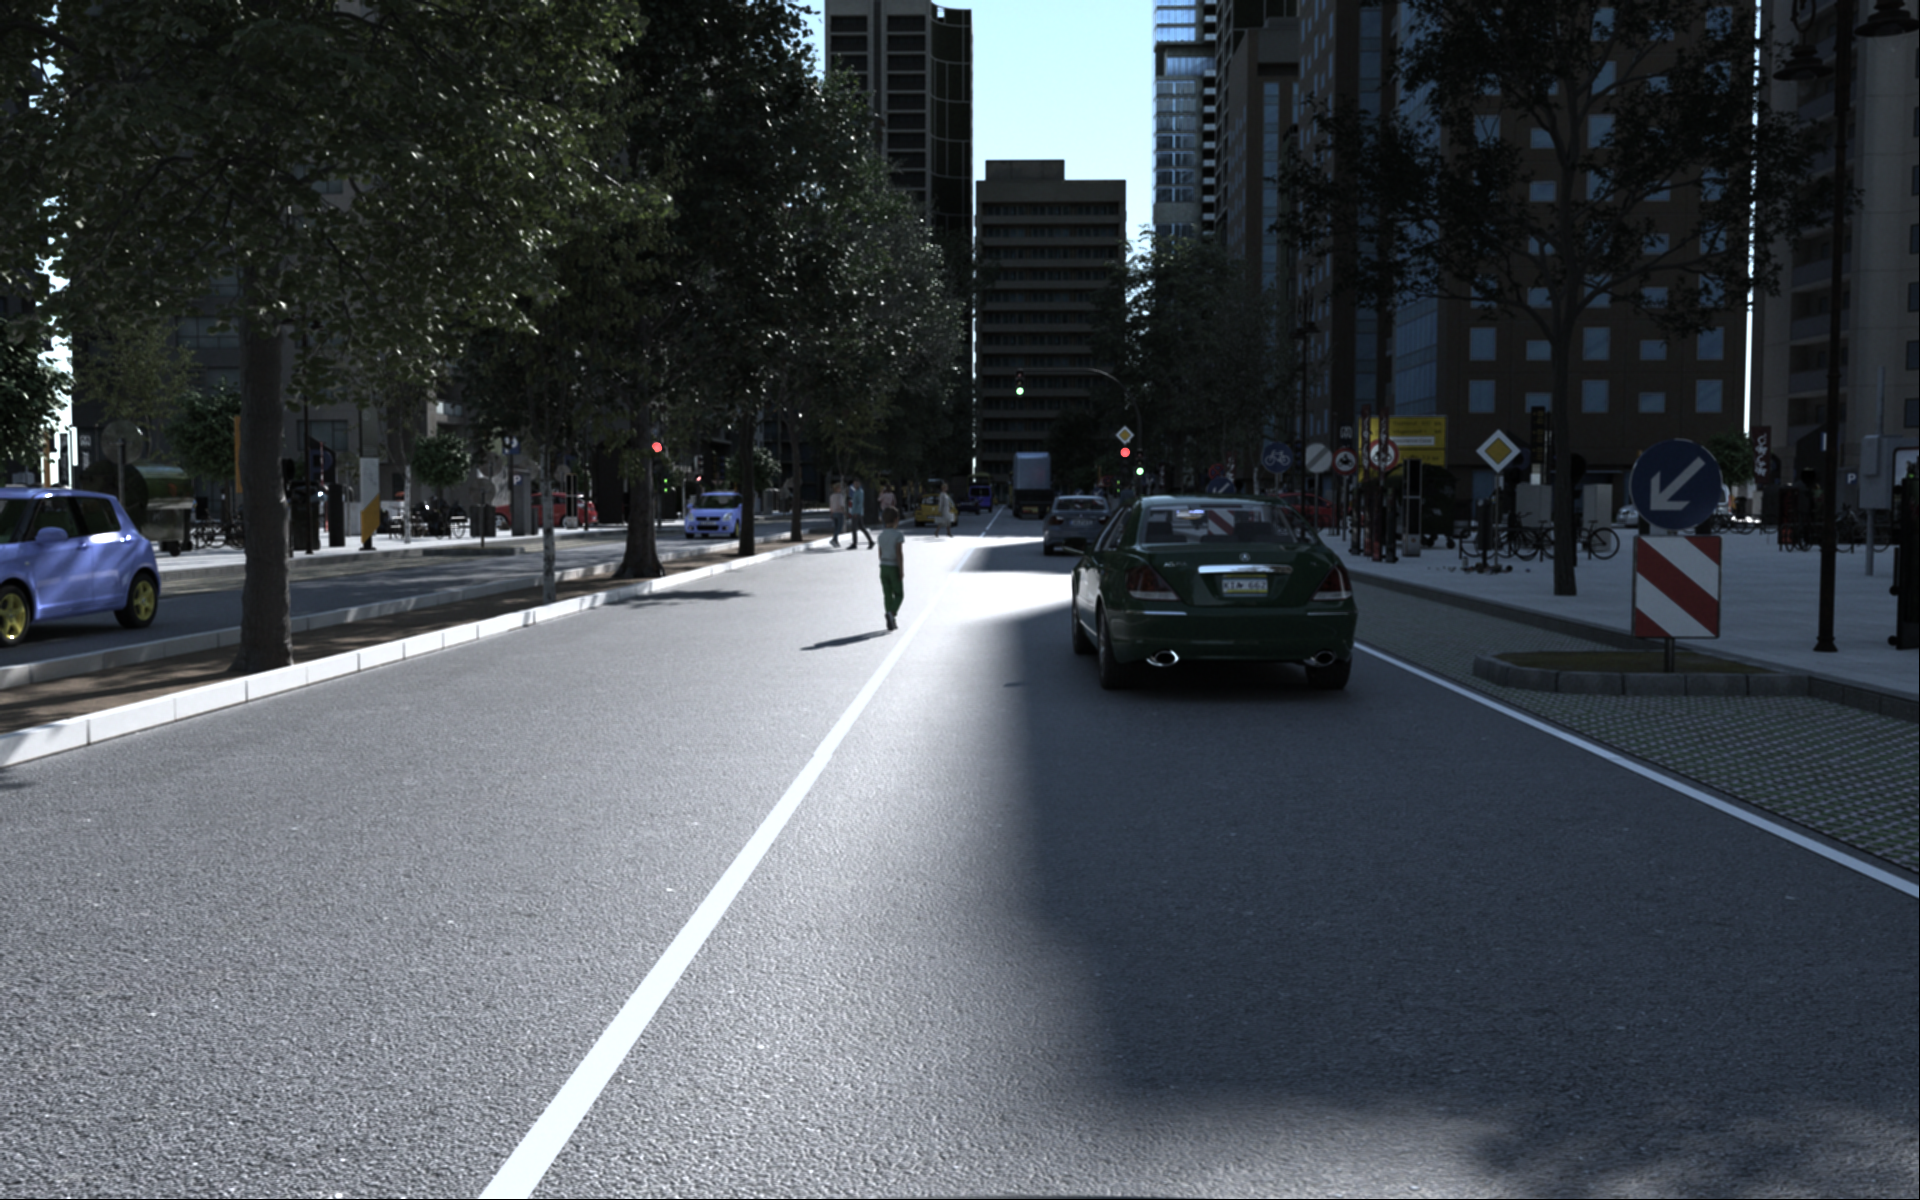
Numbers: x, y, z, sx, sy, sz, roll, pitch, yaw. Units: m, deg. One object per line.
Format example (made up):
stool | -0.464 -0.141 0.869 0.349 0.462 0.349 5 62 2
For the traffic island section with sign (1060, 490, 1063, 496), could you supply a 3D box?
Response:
traffic island section with sign | 8.374 -7.063 124.100 1.989 1.847 2.006 0 4 2

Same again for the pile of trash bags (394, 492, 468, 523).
pile of trash bags | -23.620 -4.099 76.766 1.912 1.369 3.447 2 4 31

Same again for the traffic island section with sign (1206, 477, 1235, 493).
traffic island section with sign | 5.838 -1.924 40.084 1.989 1.847 2.006 0 4 2

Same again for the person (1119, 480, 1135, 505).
person | 4.565 -2.365 47.184 0.581 1.822 0.654 -1 4 -9

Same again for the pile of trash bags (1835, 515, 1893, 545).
pile of trash bags | 24.258 -2.134 44.644 3.447 1.369 1.912 -1 4 -15

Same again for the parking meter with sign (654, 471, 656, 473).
parking meter with sign | -26.267 -9.154 145.930 0.543 3.016 1.738 0 4 4

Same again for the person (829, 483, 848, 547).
person | -3.307 -2.285 46.529 0.731 1.740 0.598 2 4 33

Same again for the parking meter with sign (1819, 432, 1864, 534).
parking meter with sign | 24.476 -3.161 47.948 0.543 3.016 1.738 0 4 -3

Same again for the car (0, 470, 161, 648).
car | -9.615 -0.470 17.278 1.945 1.707 3.694 0 4 3

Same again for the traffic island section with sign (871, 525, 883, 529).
traffic island section with sign | -4.221 -3.848 71.054 2.006 1.907 1.989 0 4 2

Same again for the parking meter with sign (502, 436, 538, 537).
parking meter with sign | -13.406 -3.470 52.992 0.543 3.016 1.738 0 4 6

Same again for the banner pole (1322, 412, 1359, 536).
banner pole | 11.710 -3.866 53.232 0.863 3.779 0.401 -1 4 -13

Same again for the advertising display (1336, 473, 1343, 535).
advertising display | 11.853 -3.000 54.261 0.123 1.923 0.974 1 4 11

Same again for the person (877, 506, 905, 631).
person | -0.726 -0.330 18.148 0.306 1.304 0.590 1 4 9

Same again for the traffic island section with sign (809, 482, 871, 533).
traffic island section with sign | -4.454 -3.395 63.650 2.006 1.907 1.989 0 4 2

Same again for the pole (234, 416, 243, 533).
pole | -18.893 -3.152 45.381 0.158 3.312 0.155 0 3 0

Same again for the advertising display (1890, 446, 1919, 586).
advertising display | 12.982 -1.121 23.541 0.123 1.923 0.974 0 4 -1

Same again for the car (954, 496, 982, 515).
car | 0.524 -6.592 120.365 1.945 1.354 3.894 0 4 3

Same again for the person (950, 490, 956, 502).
person | -0.713 -9.704 167.238 0.705 1.814 1.350 1 4 18

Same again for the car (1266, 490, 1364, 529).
car | 13.187 -3.453 65.492 4.494 1.783 2.155 0 4 2

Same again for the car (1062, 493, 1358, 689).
car | 1.934 -0.143 14.142 2.131 1.459 4.920 0 4 0

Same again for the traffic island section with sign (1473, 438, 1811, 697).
traffic island section with sign | 5.025 -0.276 13.141 1.989 1.847 2.006 0 4 2

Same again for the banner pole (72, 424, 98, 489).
banner pole | -31.181 -4.410 62.126 0.401 3.779 0.863 2 4 35

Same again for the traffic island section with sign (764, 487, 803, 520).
traffic island section with sign | -9.750 -5.355 96.179 1.989 1.847 2.006 0 4 2

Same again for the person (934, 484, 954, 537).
person | -0.535 -2.966 57.342 0.624 1.780 0.694 2 4 34

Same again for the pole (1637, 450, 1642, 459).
pole | 31.660 -5.318 80.798 0.158 3.312 0.155 0 3 0

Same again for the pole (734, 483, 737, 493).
pole | -14.936 -7.433 115.378 0.158 3.312 0.155 0 3 0

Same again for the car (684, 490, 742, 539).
car | -7.928 -2.893 56.897 1.945 1.707 3.694 0 4 3

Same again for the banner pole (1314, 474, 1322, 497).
banner pole | 20.426 -6.634 98.476 0.863 3.779 0.401 -2 4 -31

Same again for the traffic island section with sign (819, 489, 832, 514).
traffic island section with sign | -8.920 -7.009 123.223 1.989 1.847 2.006 0 4 2

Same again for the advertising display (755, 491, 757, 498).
advertising display | -17.115 -8.681 147.152 0.123 1.923 0.974 -3 4 -36

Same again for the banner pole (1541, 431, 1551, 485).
banner pole | 20.354 -4.294 60.223 0.401 3.779 0.863 3 5 44

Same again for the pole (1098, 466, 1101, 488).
pole | 10.089 -8.047 125.405 0.158 3.312 0.155 0 3 0

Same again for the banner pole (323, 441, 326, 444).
banner pole | -30.184 -5.644 82.300 0.401 3.779 0.863 -1 4 -12

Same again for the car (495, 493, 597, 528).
car | -16.375 -3.559 67.228 4.494 1.783 2.155 0 4 1

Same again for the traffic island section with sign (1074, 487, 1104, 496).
traffic island section with sign | 7.546 -5.380 96.594 1.989 1.847 2.006 0 4 2

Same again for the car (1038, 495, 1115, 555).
car | 2.894 -1.826 41.860 2.014 1.417 4.499 0 4 3

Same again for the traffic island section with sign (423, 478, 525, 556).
traffic island section with sign | -11.413 -1.977 40.946 1.989 1.847 2.006 0 4 2

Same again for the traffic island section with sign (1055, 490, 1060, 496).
traffic island section with sign | 10.668 -11.707 200.036 1.989 1.847 2.006 0 4 2

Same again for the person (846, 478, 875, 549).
person | -2.597 -2.245 45.073 0.748 1.841 0.638 0 4 3

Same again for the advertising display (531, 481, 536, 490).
advertising display | -22.141 -5.089 88.411 0.974 1.923 0.123 0 4 2

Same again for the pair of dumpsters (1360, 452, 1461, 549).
pair of dumpsters | 10.976 -2.438 42.356 1.574 2.255 4.437 0 4 2

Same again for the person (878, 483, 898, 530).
person | -2.104 -2.640 52.249 0.593 1.750 0.643 -3 5 -39

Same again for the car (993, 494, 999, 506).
car | 3.763 -12.384 212.698 2.015 1.641 3.980 0 4 3

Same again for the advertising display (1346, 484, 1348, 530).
advertising display | 13.780 -3.477 62.066 0.123 1.923 0.974 0 4 4

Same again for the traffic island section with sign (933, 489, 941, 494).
traffic island section with sign | -1.961 -8.442 146.158 2.006 1.907 1.989 0 4 2

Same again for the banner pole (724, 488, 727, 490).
banner pole | -19.420 -9.337 142.680 0.863 3.779 0.401 3 5 43

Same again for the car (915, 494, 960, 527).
car | -1.018 -4.042 76.313 2.015 1.641 3.980 0 4 4

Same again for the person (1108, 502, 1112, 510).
person | 4.246 -2.262 50.504 0.505 1.210 0.382 1 4 21

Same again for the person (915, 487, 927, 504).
person | -1.890 -4.691 85.559 0.716 1.782 0.532 0 4 1

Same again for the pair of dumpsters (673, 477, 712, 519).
pair of dumpsters | -14.332 -5.504 92.489 1.574 2.255 4.437 0 4 2

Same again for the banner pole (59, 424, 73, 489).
banner pole | -32.091 -4.421 62.302 0.863 3.779 0.401 2 4 27

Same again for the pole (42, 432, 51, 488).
pole | -29.934 -3.851 56.803 0.158 3.312 0.155 0 3 0
